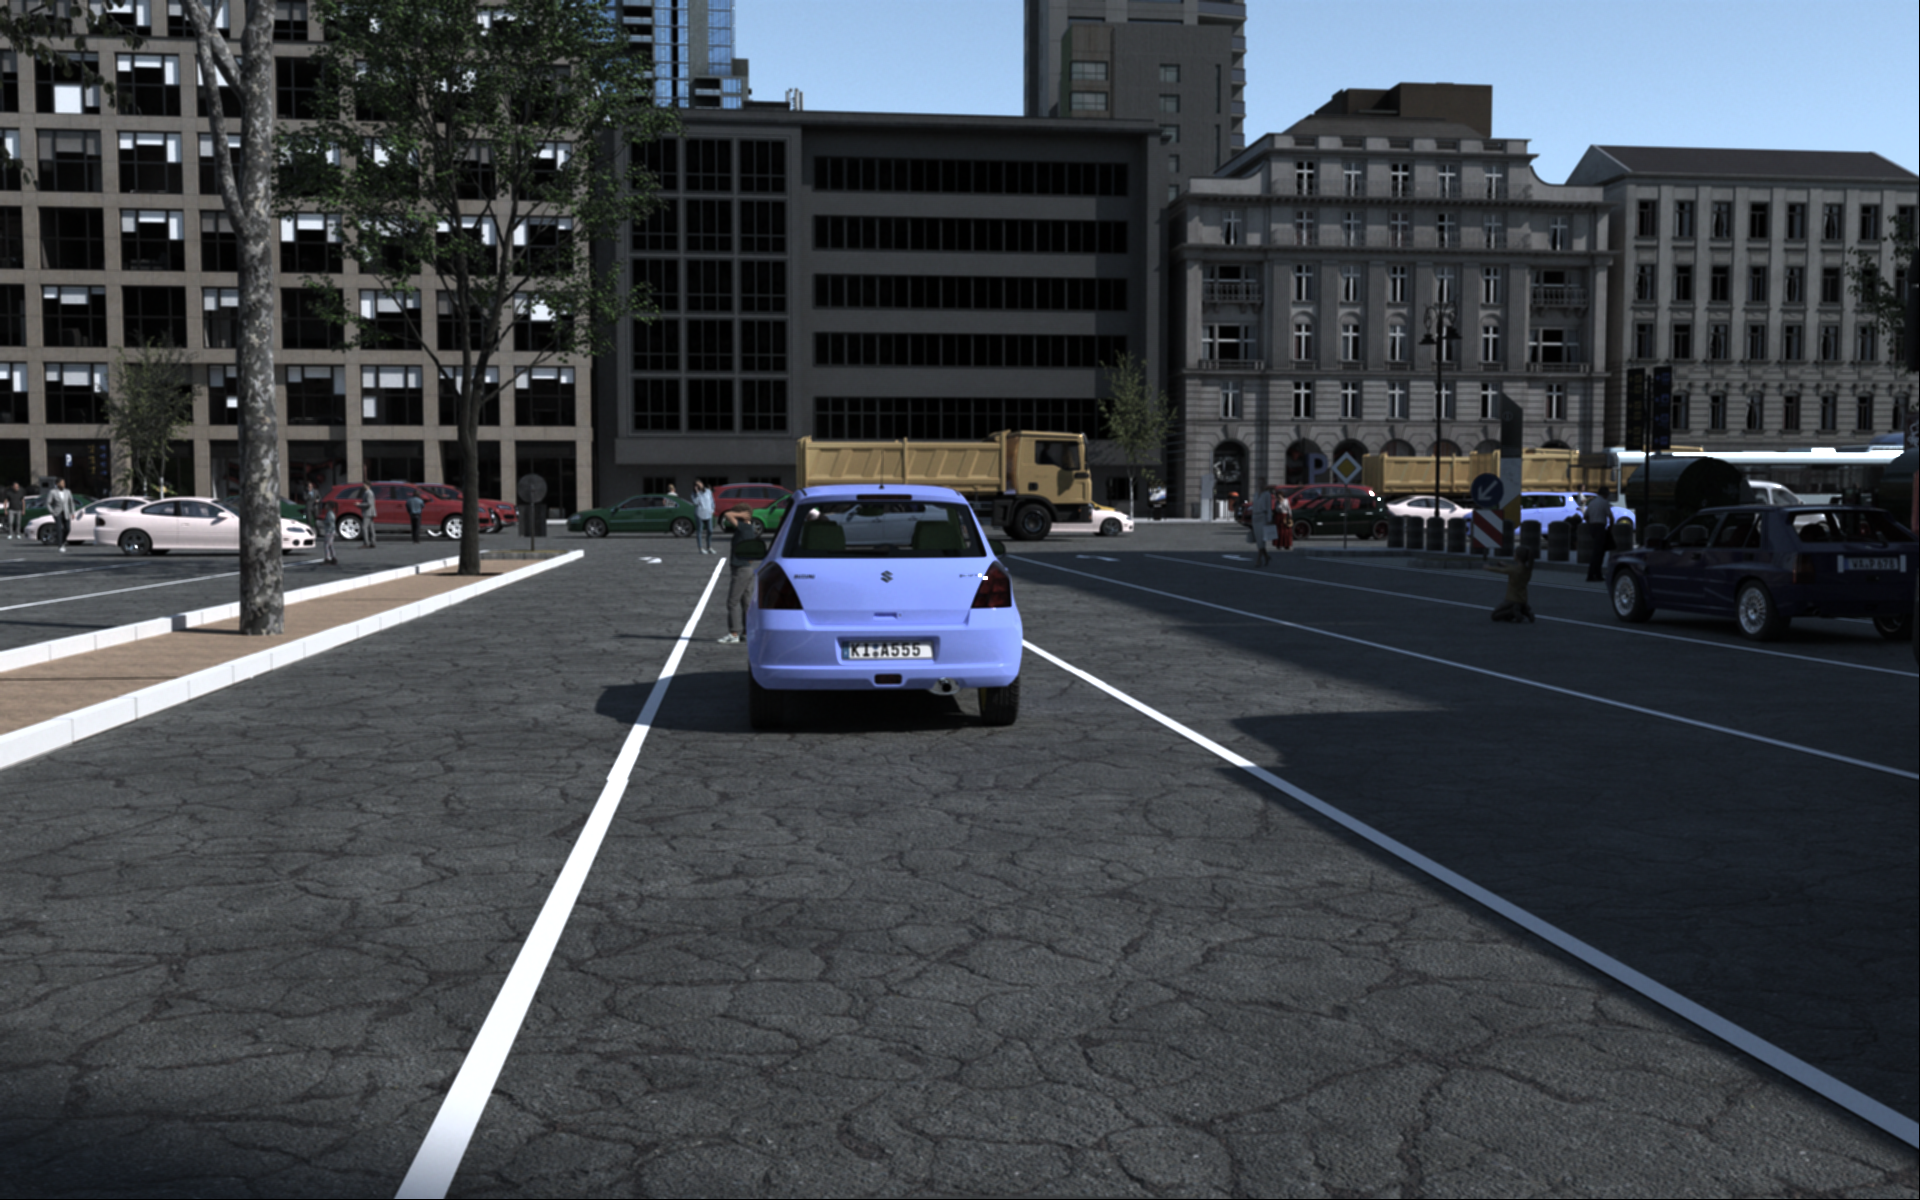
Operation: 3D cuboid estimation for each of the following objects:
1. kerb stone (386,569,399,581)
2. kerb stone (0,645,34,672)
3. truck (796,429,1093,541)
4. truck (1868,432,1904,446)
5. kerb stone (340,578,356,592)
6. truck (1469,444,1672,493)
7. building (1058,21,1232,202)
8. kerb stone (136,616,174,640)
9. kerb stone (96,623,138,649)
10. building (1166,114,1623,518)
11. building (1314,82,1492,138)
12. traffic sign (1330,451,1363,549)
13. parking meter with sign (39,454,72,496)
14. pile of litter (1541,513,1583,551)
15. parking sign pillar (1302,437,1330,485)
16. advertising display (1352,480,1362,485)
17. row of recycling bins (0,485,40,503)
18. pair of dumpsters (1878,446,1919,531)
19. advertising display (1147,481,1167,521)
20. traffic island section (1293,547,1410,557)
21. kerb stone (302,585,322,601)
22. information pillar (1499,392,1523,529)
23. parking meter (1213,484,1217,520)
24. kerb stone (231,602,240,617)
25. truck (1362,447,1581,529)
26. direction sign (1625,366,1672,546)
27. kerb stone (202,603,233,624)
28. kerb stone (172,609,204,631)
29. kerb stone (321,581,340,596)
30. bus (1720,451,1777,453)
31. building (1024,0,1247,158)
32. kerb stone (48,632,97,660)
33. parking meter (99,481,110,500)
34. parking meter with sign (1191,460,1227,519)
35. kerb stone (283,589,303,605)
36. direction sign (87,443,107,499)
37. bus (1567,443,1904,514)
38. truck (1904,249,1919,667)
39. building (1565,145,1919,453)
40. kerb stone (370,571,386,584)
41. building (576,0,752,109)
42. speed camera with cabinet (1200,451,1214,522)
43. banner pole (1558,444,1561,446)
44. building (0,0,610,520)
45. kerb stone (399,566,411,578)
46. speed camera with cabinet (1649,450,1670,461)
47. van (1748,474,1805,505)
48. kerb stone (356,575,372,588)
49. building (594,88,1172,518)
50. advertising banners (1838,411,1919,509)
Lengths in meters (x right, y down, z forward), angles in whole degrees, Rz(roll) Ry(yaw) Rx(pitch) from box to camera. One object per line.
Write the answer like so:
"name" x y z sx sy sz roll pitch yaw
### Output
"kerb stone" -9.480 -0.392 28.610 0.120 0.150 1.000 0 4 -7
"kerb stone" -7.780 0.486 14.292 0.120 0.150 1.000 0 4 -7
"truck" -0.050 -3.499 53.130 9.791 3.379 3.469 -1 4 -8
"truck" 45.932 -4.981 71.205 18.799 4.110 2.967 0 4 -6
"kerb stone" -9.116 -0.205 25.541 0.120 0.150 1.000 0 4 -7
"truck" 25.241 -4.431 68.374 9.791 3.379 3.469 0 4 -6
"building" 15.585 -28.808 154.608 14.154 41.232 14.086 0 4 -7
"kerb stone" -8.138 0.296 17.364 0.120 0.150 1.000 0 4 -7
"kerb stone" -8.023 0.358 16.340 0.120 0.150 1.000 0 4 -7
"building" 22.593 -15.644 97.587 24.055 21.916 13.314 0 4 -7
"building" 46.878 -32.771 185.919 14.200 45.320 14.600 0 4 -7
"traffic sign" 8.992 -2.247 40.388 0.795 2.450 0.064 0 4 -7
"parking meter with sign" -39.402 -4.812 74.933 1.738 3.016 0.543 0 4 -2
"pile of litter" 13.881 -1.587 39.911 1.176 0.858 1.719 1 4 20
"parking sign pillar" 17.002 -5.759 82.632 1.447 3.967 1.447 -1 4 -22
"advertising display" 18.994 -4.677 81.683 0.974 1.923 0.123 0 4 7
"row of recycling bins" -42.365 -4.365 78.482 1.069 1.692 3.534 1 4 20
"pair of dumpsters" 14.285 -1.252 22.967 1.574 2.255 4.437 0 4 -7
"advertising display" 9.581 -4.827 84.138 0.974 1.923 0.123 -1 4 -17
"traffic island section" 9.014 -1.112 40.468 2.009 0.180 2.903 0 4 -7
"kerb stone" -8.873 -0.079 23.499 0.120 0.150 1.000 0 4 -7
"information pillar" 12.583 -2.952 39.620 0.504 3.616 0.183 1 4 9
"parking meter" 12.424 -4.874 85.399 0.399 1.863 0.255 3 5 44
"kerb stone" -8.507 0.108 20.427 0.120 0.150 1.000 0 4 -7
"truck" 22.108 -4.726 73.191 9.791 3.379 3.469 0 4 -5
"direction sign" 12.315 -2.388 31.044 0.379 3.537 0.876 -2 4 -35
"kerb stone" -8.388 0.171 19.406 0.120 0.150 1.000 0 4 -7
"kerb stone" -8.275 0.233 18.384 0.120 0.150 1.000 0 4 -7
"kerb stone" -8.993 -0.142 24.520 0.120 0.150 1.000 0 4 -7
"bus" 39.908 -4.965 76.030 13.247 3.499 2.948 0 4 -7
"building" 16.978 -38.746 175.501 21.231 58.520 28.212 0 4 -7
"kerb stone" -7.906 0.421 15.319 0.120 0.150 1.000 0 4 -7
"parking meter" -38.362 -4.400 77.645 0.255 1.863 0.399 2 4 33
"parking meter with sign" 12.873 -5.706 89.559 1.738 3.016 0.543 0 4 -3
"kerb stone" -8.747 -0.014 22.470 0.120 0.150 1.000 0 4 -7
"direction sign" -38.046 -5.164 76.434 0.379 3.537 0.876 2 4 32
"bus" 29.211 -4.324 65.561 13.247 3.499 2.948 0 4 -8
"truck" 7.030 -0.975 4.854 2.839 4.237 11.283 0 4 -8
"building" 44.176 -15.312 99.497 18.267 20.994 9.793 0 4 -7
"kerb stone" -9.350 -0.330 27.590 0.120 0.150 1.000 0 4 -7
"building" -43.444 -57.567 253.896 31.000 86.520 22.319 0 4 -7
"speed camera with cabinet" 11.492 -5.280 80.671 0.660 3.252 2.038 0 4 7
"banner pole" 29.938 -5.877 86.101 0.863 3.779 0.401 -1 4 -23
"building" -36.539 -17.689 93.728 34.151 26.468 19.350 0 4 -7
"kerb stone" -9.594 -0.453 29.635 0.120 0.150 1.000 0 4 -7
"speed camera with cabinet" 16.034 -2.723 38.858 0.660 3.252 2.038 0 4 7
"van" 22.905 -2.592 49.398 4.112 2.044 2.013 0 4 -7
"kerb stone" -9.235 -0.261 26.565 0.120 0.150 1.000 0 4 -7
"building" -4.418 -16.909 95.531 30.058 24.678 14.314 0 4 -7
"advertising banners" 19.806 -2.511 37.239 0.090 3.025 2.074 -2 4 -24
